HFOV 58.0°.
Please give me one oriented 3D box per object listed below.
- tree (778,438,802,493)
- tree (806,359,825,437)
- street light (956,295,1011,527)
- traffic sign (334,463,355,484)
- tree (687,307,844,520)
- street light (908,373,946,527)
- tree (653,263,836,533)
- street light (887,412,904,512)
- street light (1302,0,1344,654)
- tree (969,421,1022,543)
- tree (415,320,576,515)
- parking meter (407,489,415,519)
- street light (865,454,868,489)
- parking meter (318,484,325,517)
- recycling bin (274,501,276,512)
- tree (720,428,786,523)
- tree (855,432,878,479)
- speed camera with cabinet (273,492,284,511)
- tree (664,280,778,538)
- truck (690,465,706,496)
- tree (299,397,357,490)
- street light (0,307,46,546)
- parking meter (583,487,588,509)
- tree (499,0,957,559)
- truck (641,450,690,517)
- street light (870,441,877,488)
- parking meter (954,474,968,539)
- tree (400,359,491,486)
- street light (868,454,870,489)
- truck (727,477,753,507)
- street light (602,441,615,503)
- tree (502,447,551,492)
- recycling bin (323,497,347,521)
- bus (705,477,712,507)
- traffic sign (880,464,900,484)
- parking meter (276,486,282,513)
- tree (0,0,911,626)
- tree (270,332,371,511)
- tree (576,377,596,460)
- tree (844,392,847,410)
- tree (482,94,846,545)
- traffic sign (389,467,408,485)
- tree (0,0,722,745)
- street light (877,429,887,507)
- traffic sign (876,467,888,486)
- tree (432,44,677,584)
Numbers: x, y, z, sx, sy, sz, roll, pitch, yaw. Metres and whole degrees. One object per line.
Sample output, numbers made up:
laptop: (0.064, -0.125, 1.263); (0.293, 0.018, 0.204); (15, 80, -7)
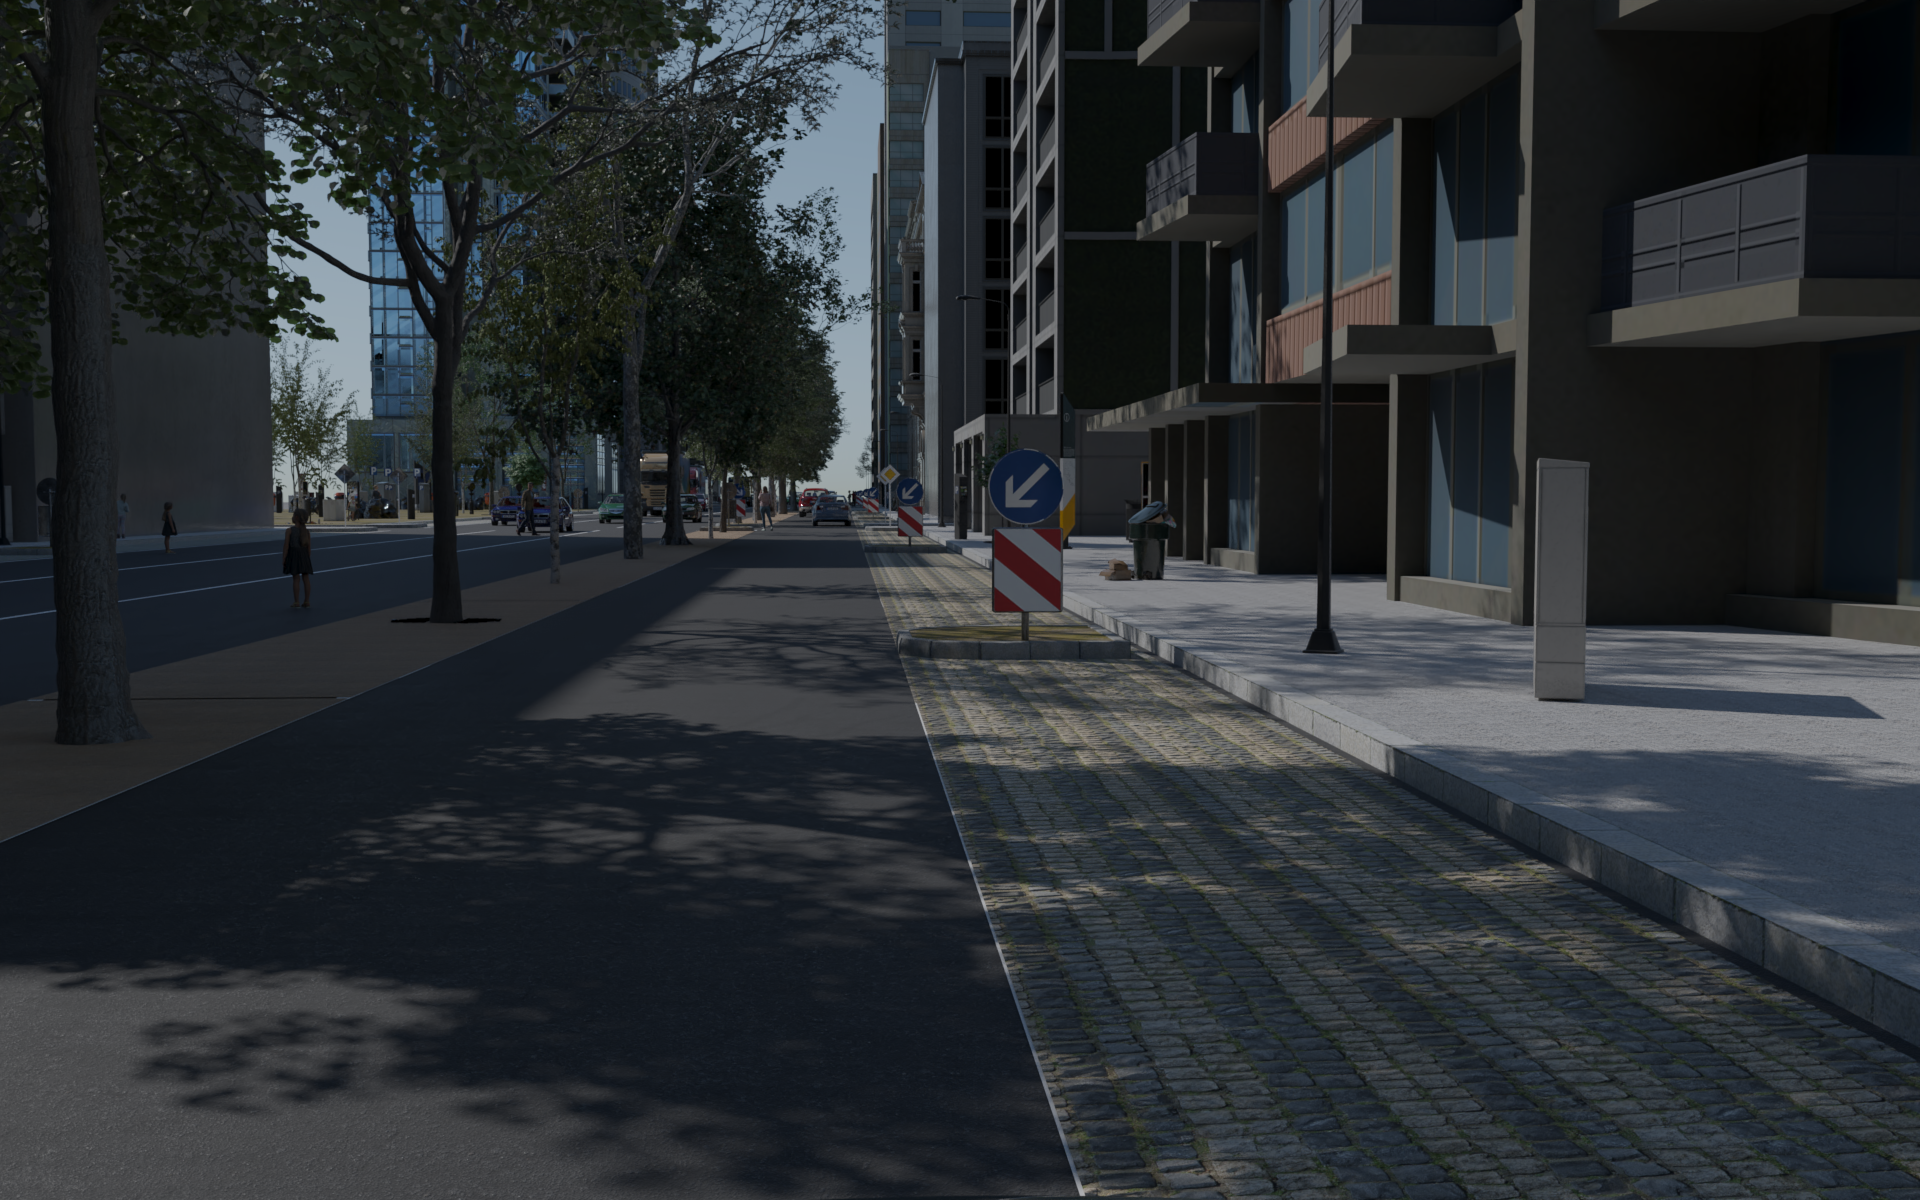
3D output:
tree: (-12.227, -9.896, 114.616); (4.360, 8.622, 3.978); (0, 3, 0)
tree: (-9.973, -9.622, 77.905); (7.486, 12.596, 7.792); (0, 3, 0)
street light: (0.609, -4.164, 40.616); (1.470, 5.913, 1.316); (0, 4, -4)
traffic sign: (-23.447, -3.902, 65.992); (0.795, 2.593, 0.064); (0, 4, -4)
tree: (-10.893, -11.261, 93.229); (9.857, 13.997, 8.962); (0, 3, 0)
street light: (-1.237, -5.760, 66.719); (1.470, 5.913, 1.316); (0, 4, -4)
tree: (-8.790, -7.750, 63.579); (8.767, 10.594, 7.601); (0, 4, -4)
street light: (-3.237, -7.648, 97.582); (1.470, 5.913, 1.316); (0, 4, -4)
street light: (2.403, -2.525, 13.823); (1.470, 5.913, 1.316); (0, 4, -4)
tree: (1.229, -3.105, 45.366); (1.663, 3.219, 1.824); (0, 3, 0)
tree: (-28.529, -10.943, 104.669); (9.928, 11.665, 9.643); (0, 3, 0)
parking meter: (-27.758, -4.843, 87.594); (0.372, 1.533, 0.369); (0, 3, 0)
street light: (-10.105, -13.885, 199.556); (1.470, 5.913, 1.316); (0, 4, -4)
parking meter: (-35.408, -5.525, 96.037); (0.255, 1.863, 0.399); (0, 4, -4)
recycling bin: (-48.432, -6.673, 121.664); (0.722, 1.027, 0.722); (2, 4, 34)
tree: (-10.137, -8.107, 85.366); (4.737, 8.622, 4.395); (0, 3, 0)
tree: (-10.712, -18.281, 233.306); (7.601, 10.594, 8.767); (0, 4, -1)
speed camera with cabinet: (-51.479, -8.227, 128.852); (2.038, 3.252, 0.660); (-1, 4, -15)
tree: (-7.983, -6.265, 55.247); (4.360, 8.622, 3.978); (0, 3, 0)
truck: (-26.694, -11.101, 170.408); (2.839, 4.237, 11.283); (0, 4, -4)
tree: (-47.493, -10.941, 129.253); (4.360, 8.622, 3.978); (0, 3, 0)
street light: (-23.344, -4.316, 43.102); (1.470, 5.913, 1.316); (0, 4, -4)
parking meter: (-32.101, -8.732, 148.484); (0.399, 1.863, 0.255); (-2, 4, -30)
tree: (-5.898, -10.903, 36.614); (12.611, 20.169, 13.585); (0, 3, 0)
truck: (-19.362, -7.623, 113.545); (2.839, 4.237, 11.283); (0, 4, -4)
street light: (-6.826, -10.875, 150.352); (1.470, 5.913, 1.316); (0, 4, -4)
parking meter: (0.028, -2.651, 49.059); (0.255, 1.863, 0.399); (-2, 4, -26)
tree: (-27.420, -8.701, 92.627); (4.360, 8.622, 3.978); (0, 3, 0)
street light: (-8.215, -12.288, 173.456); (1.470, 5.913, 1.316); (0, 4, -4)
truck: (-24.683, -12.199, 195.373); (3.469, 3.379, 9.791); (0, 4, -3)
street light: (-30.464, -10.862, 150.135); (1.470, 5.913, 1.316); (0, 4, -4)
tree: (-30.451, -8.436, 121.641); (4.285, 4.588, 4.351); (0, 3, 0)
recycling bin: (-29.699, -4.257, 82.160); (0.722, 1.027, 0.722); (1, 4, 17)
bus: (-28.235, -11.584, 184.256); (2.948, 3.499, 13.247); (0, 4, -3)
traffic sign: (-2.697, -3.985, 67.343); (0.795, 2.593, 0.064); (0, 4, -4)
parking meter: (-45.798, -6.778, 116.525); (0.399, 1.863, 0.255); (-1, 4, -20)
tree: (-5.753, -6.494, 18.998); (12.009, 13.543, 11.850); (0, 3, 0)
tree: (-29.828, -7.848, 78.670); (4.737, 8.622, 4.395); (0, 3, 0)
tree: (-30.787, -12.744, 134.115); (9.928, 11.665, 9.643); (0, 3, 0)
tree: (-12.507, -13.009, 121.806); (9.857, 13.997, 8.962); (0, 3, 0)
tree: (-7.985, -7.864, 48.035); (9.611, 12.733, 9.660); (0, 3, 0)
traffic sign: (-23.975, -4.390, 73.959); (0.795, 2.593, 0.064); (0, 4, -4)
tree: (-4.868, -5.422, 9.235); (7.486, 12.596, 7.792); (0, 3, 0)
street light: (-5.011, -9.276, 124.199); (1.470, 5.913, 1.316); (0, 4, -4)
traffic sign: (-3.225, -4.472, 75.310); (0.795, 2.593, 0.064); (0, 4, -4)
tree: (-6.503, -4.572, 27.573); (4.737, 8.622, 4.395); (0, 3, 0)
